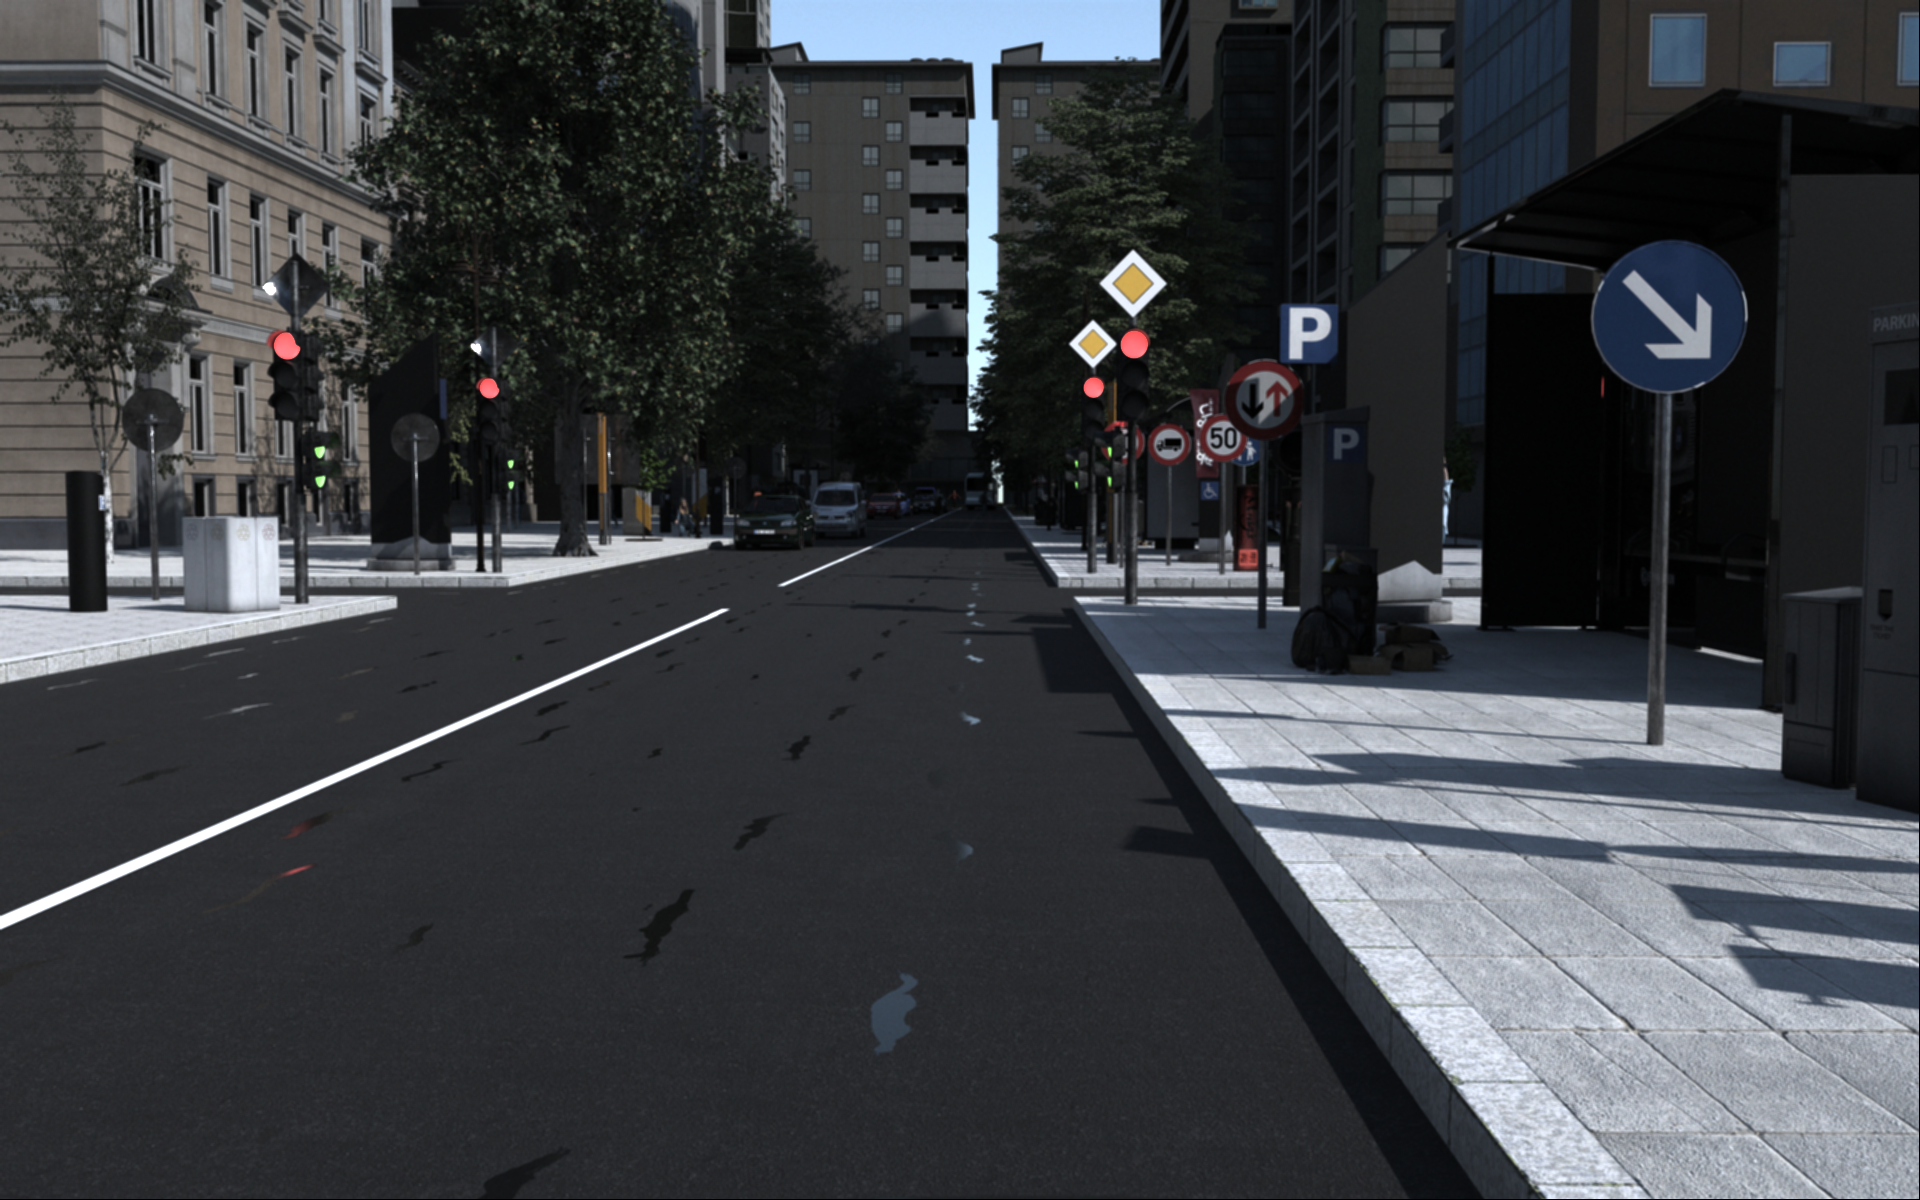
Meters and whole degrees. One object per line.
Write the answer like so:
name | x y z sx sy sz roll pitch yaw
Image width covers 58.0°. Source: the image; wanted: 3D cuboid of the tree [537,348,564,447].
tree | -14.800 -6.557 57.567 4.360 8.622 3.978 0 3 0

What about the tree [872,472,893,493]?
tree | -6.433 -8.963 141.139 1.663 3.219 1.824 0 3 0

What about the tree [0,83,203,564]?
tree | -15.637 -4.961 31.468 4.360 8.622 3.978 0 3 0

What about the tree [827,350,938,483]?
tree | -6.748 -14.779 148.291 9.857 13.997 8.962 0 3 0

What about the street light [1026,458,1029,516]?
street light | 4.003 -7.949 102.760 0.468 5.910 1.993 0 4 1

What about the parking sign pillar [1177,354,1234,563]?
parking sign pillar | 4.854 -2.709 32.762 1.447 3.967 1.447 1 4 19

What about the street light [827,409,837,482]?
street light | -6.787 -7.296 92.077 0.468 5.910 1.993 0 4 1

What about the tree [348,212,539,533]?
tree | -13.768 -5.819 45.505 4.360 8.622 3.978 0 3 0

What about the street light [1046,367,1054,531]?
street light | 3.114 -5.365 60.511 0.468 5.910 1.993 0 4 1

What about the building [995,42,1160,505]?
building | 17.622 -38.042 211.225 27.495 52.752 28.713 0 4 1

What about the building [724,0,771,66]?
building | -34.003 -47.026 207.129 20.611 71.187 20.563 0 4 1

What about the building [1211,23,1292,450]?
building | 22.816 -20.714 110.378 14.160 30.474 14.107 0 4 1

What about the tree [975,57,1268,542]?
tree | 4.456 -7.793 45.542 7.486 12.596 7.792 0 3 0

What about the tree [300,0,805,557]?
tree | -7.968 -7.226 35.159 9.611 12.733 9.660 0 3 0

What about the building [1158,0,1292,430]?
building | 26.347 -30.818 127.582 21.300 48.544 21.600 0 4 1

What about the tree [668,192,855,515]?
tree | -7.650 -8.943 64.348 7.486 12.596 7.792 0 3 0

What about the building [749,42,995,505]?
building | -9.878 -38.041 211.207 27.495 52.752 28.713 0 4 1

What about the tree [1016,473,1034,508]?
tree | 5.947 -10.176 160.973 1.663 3.219 1.824 0 3 0

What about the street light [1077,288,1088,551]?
street light | 2.818 -4.054 39.070 0.468 5.910 1.993 0 4 1

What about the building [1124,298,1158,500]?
building | 29.085 -18.870 153.561 27.650 21.520 28.899 0 4 1

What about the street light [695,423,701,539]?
street light | -7.565 -4.713 49.842 0.468 5.910 1.993 0 4 1

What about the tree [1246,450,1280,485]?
tree | 15.189 -6.610 91.783 4.285 4.588 4.351 0 3 0

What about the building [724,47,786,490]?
building | -23.605 -29.243 161.715 14.086 41.232 14.154 0 4 1

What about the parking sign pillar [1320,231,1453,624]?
parking sign pillar | 4.324 -1.789 17.719 1.447 3.967 1.447 -2 4 -27

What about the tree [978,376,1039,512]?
tree | 4.907 -11.416 121.069 7.601 10.594 8.767 -1 4 -10

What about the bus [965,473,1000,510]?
bus | 2.056 -10.094 159.889 2.948 3.499 13.247 0 4 3

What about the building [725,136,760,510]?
building | -24.242 -22.525 139.978 14.160 30.474 14.107 0 4 1

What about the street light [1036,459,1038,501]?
street light | 3.651 -6.669 81.823 0.468 5.910 1.993 0 4 1

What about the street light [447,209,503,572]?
street light | -7.908 -3.402 28.407 0.468 5.910 1.993 0 4 1

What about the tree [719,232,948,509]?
tree | -7.256 -10.447 81.182 12.009 13.543 11.850 0 3 0

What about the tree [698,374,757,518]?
tree | -13.528 -9.068 98.620 4.737 8.622 4.395 0 3 0

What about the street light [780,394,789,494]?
street light | -7.150 -6.015 71.140 0.468 5.910 1.993 0 4 1

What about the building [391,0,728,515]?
building | -28.482 -35.163 116.906 21.231 58.520 28.212 0 4 1

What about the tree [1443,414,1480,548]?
tree | 12.118 -2.900 42.020 1.663 3.219 1.824 0 3 0

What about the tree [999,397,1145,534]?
tree | 4.056 -4.402 55.681 4.285 4.588 4.351 0 3 0

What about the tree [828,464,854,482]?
tree | -7.359 -6.957 108.344 1.663 3.219 1.824 0 3 0

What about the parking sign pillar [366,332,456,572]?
parking sign pillar | -9.273 -2.489 29.171 1.447 3.967 1.447 1 4 16

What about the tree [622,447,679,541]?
tree | -8.554 -3.236 47.507 1.663 3.219 1.824 0 3 0

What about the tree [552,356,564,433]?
tree | -16.146 -6.939 63.816 4.737 8.622 4.395 0 3 0

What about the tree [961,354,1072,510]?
tree | 4.989 -14.386 141.861 9.857 13.997 8.962 0 3 0

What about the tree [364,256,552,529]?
tree | -15.406 -6.176 51.347 4.737 8.622 4.395 0 3 0
